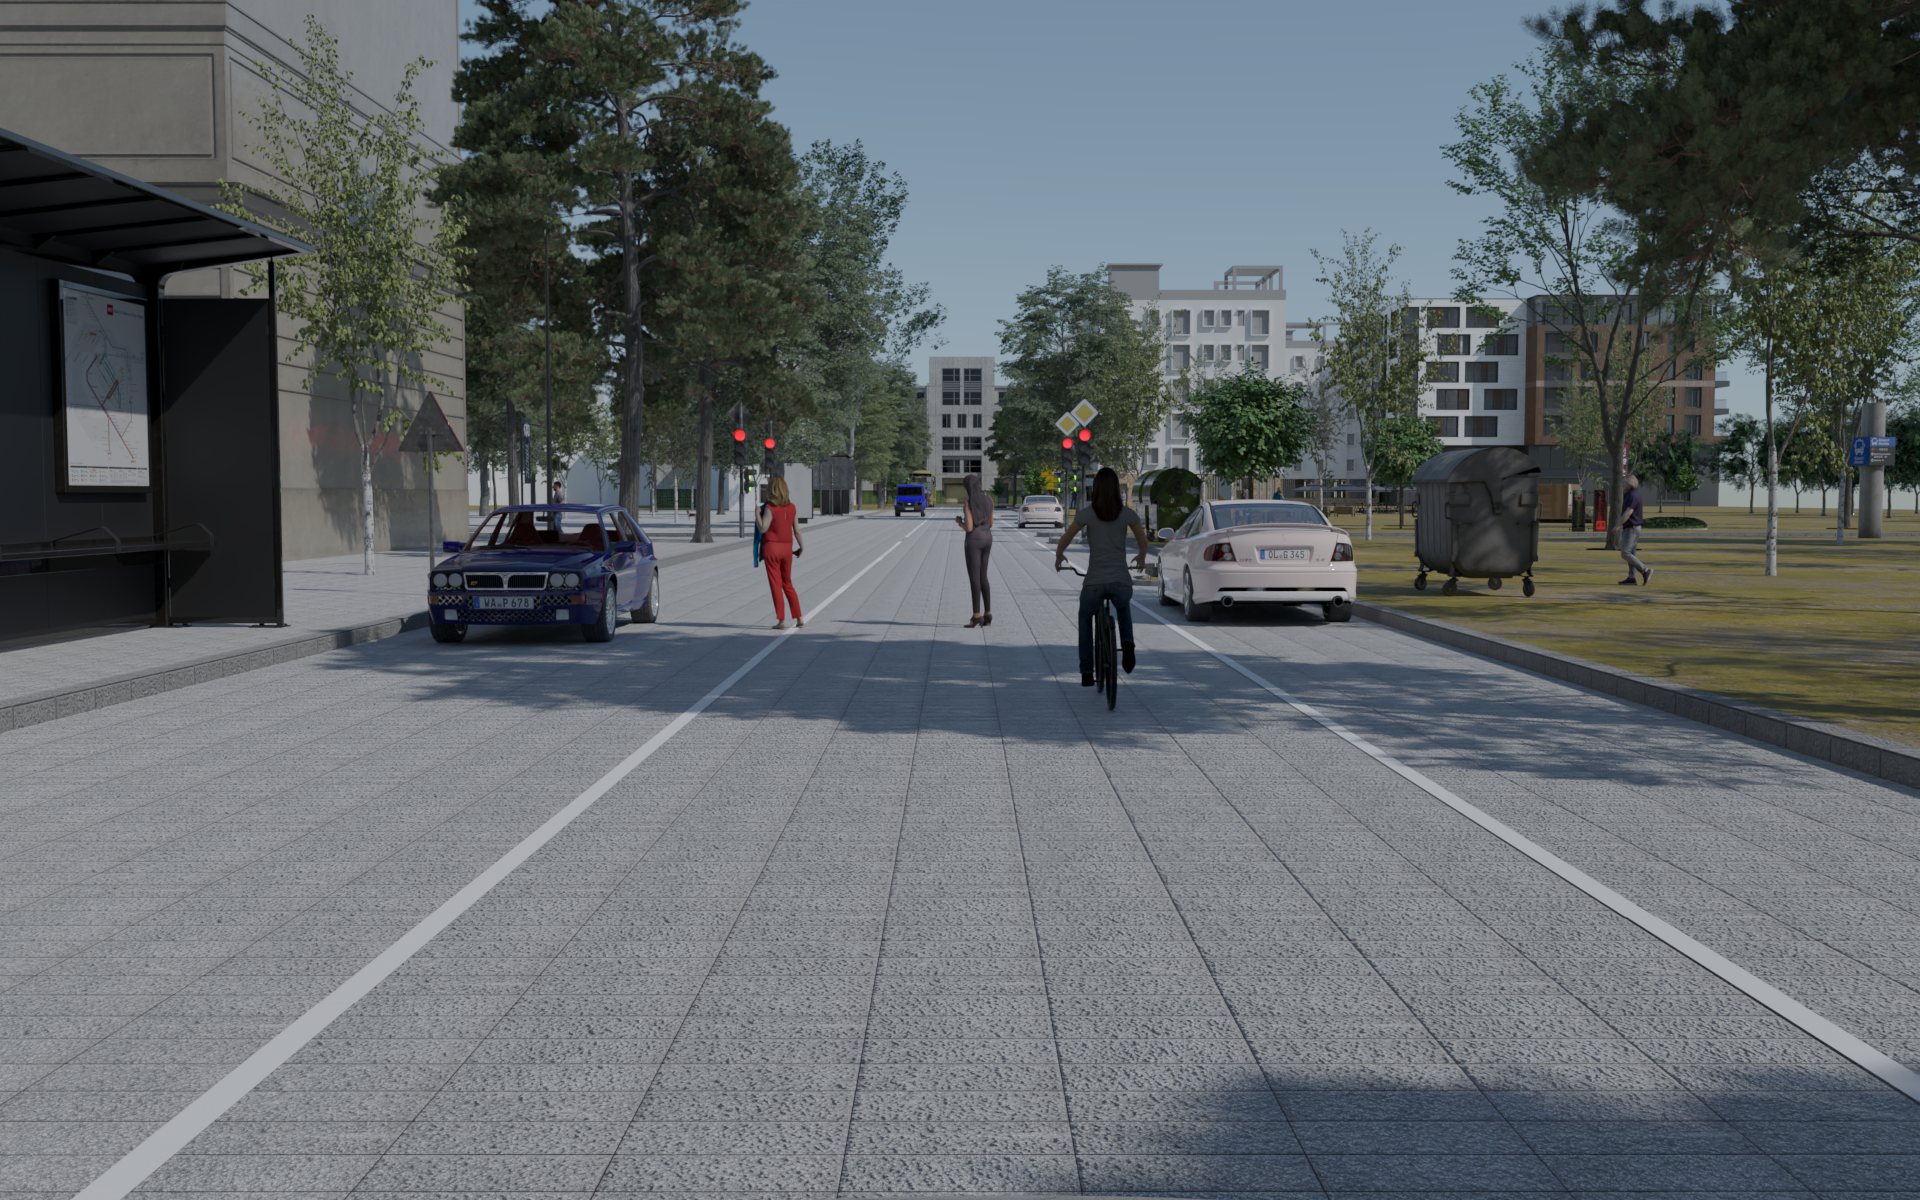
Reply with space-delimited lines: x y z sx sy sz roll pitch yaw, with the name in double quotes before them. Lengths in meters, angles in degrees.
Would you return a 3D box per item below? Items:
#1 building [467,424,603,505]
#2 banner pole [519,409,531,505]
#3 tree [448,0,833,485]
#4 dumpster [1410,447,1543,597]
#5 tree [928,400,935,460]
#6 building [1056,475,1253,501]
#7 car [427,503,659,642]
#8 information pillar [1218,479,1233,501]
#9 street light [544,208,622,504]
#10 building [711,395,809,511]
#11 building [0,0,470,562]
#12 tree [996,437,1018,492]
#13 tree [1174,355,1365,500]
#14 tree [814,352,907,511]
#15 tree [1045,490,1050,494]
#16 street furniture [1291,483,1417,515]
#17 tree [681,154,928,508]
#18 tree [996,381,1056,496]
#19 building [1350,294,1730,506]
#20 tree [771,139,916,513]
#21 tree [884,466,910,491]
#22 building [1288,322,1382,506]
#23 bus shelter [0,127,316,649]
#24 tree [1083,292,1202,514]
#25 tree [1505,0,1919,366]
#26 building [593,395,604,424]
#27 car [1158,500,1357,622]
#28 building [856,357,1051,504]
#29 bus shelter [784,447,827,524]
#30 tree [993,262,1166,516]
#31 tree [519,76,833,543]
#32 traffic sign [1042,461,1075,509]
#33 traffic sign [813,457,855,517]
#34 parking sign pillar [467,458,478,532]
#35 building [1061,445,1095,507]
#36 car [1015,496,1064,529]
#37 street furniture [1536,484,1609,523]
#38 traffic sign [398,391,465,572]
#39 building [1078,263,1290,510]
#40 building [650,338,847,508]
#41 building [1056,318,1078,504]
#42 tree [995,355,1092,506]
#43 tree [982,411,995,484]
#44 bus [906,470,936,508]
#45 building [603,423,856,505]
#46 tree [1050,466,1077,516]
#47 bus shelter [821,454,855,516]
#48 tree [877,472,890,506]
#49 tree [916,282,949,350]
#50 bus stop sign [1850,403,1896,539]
"building" -54.537 -15.872 201.649 28.070 9.664 9.099 0 3 0
"banner pole" -12.872 -3.746 51.272 0.401 3.779 0.863 1 4 10
"tree" -6.580 -7.778 34.602 7.806 13.903 7.818 0 3 0
"dumpster" 6.640 -1.012 22.305 1.264 1.857 1.865 0 3 0
"tree" -7.142 -15.259 156.145 9.857 13.997 8.962 0 3 0
"building" 27.754 -22.273 230.620 31.486 18.905 16.747 0 3 0
"car" -4.232 -0.328 17.949 1.945 1.354 3.894 0 4 0
"information pillar" 7.903 -3.672 51.392 0.504 3.616 0.183 3 5 44
"street light" -6.189 -3.410 28.300 1.470 5.913 1.316 0 3 0
"building" -17.314 -12.603 148.207 9.099 9.664 28.070 0 3 0
"building" -27.002 -12.470 37.166 30.059 22.955 16.112 0 3 0
"tree" 6.368 -15.769 208.177 4.737 8.622 4.395 0 3 0
"tree" 6.800 -3.511 41.117 4.285 4.588 4.351 0 3 0
"tree" -7.898 -13.208 134.077 7.486 12.596 7.792 0 3 0
"tree" 6.483 -7.835 122.696 1.663 3.219 1.824 0 3 0
"street furniture" 29.665 -6.896 117.773 27.439 1.986 14.083 -2 4 -33
"tree" -7.080 -9.769 66.384 9.857 13.997 8.962 0 3 0
"tree" 6.701 -13.862 152.391 9.928 11.665 9.643 0 3 0
"building" 62.553 -21.244 191.311 32.646 21.610 27.936 0 3 0
"tree" -9.247 -14.119 86.735 12.611 20.169 13.585 0 3 0
"tree" -6.976 -13.134 198.453 4.285 4.588 4.351 0 3 0
"building" 40.536 -20.833 197.047 11.380 20.091 16.016 0 3 0
"bus shelter" -7.006 -1.362 13.551 1.731 3.624 6.357 0 3 0
"tree" 6.572 -6.950 63.996 4.737 8.622 4.395 0 3 0
"tree" 6.350 -5.332 9.230 6.751 12.117 7.091 0 3 0
"building" -64.781 -22.254 230.316 31.486 18.905 16.747 0 3 0
"car" 3.477 -0.516 20.807 2.083 1.381 4.827 0 4 0
"building" -3.982 -22.313 231.277 31.486 18.905 16.747 0 3 0
"bus shelter" -7.118 -5.101 77.330 2.014 3.302 5.546 0 3 0
"tree" 6.504 -11.468 94.163 9.857 13.997 8.962 0 3 0
"tree" -6.685 -7.531 45.196 6.751 12.117 7.091 0 3 0
"traffic sign" 6.089 -6.966 107.762 2.265 3.308 0.079 1 4 8
"traffic sign" -7.286 -6.570 101.292 2.265 3.308 0.079 0 4 2
"parking sign pillar" -17.033 -4.277 58.395 1.447 3.967 1.447 0 4 5
"building" 14.992 -13.795 167.692 9.099 9.664 28.070 0 3 0
"car" 3.389 -3.721 73.201 2.083 1.381 4.827 0 4 1
"street furniture" 27.305 -4.460 79.779 9.812 1.723 11.010 2 4 25
"traffic sign" -6.679 -1.337 21.869 0.884 2.594 0.081 1 4 8
"building" 18.694 -17.815 147.687 16.016 20.091 11.380 0 3 0
"building" -20.719 -19.039 177.737 16.747 18.905 31.486 0 3 0
"building" 18.348 -20.244 187.403 16.016 20.091 11.380 0 3 0
"tree" 6.827 -12.989 134.423 6.751 12.117 7.091 0 3 0
"tree" 5.677 -15.706 178.846 6.751 12.117 7.091 0 3 0
"bus" -4.001 -11.770 183.993 2.896 3.916 12.252 0 4 1
"building" -26.272 -15.866 201.551 28.070 9.664 9.099 0 3 0
"tree" 6.540 -6.543 101.582 1.663 3.219 1.824 0 3 0
"bus shelter" -7.463 -7.000 105.725 1.731 3.624 6.357 0 3 0
"tree" -8.185 -14.304 184.237 4.360 8.622 3.978 0 3 0
"tree" -6.481 -16.212 120.950 12.611 20.169 13.585 0 3 0
"bus stop sign" 26.400 -3.739 50.143 0.837 3.901 0.837 -1 4 -10
